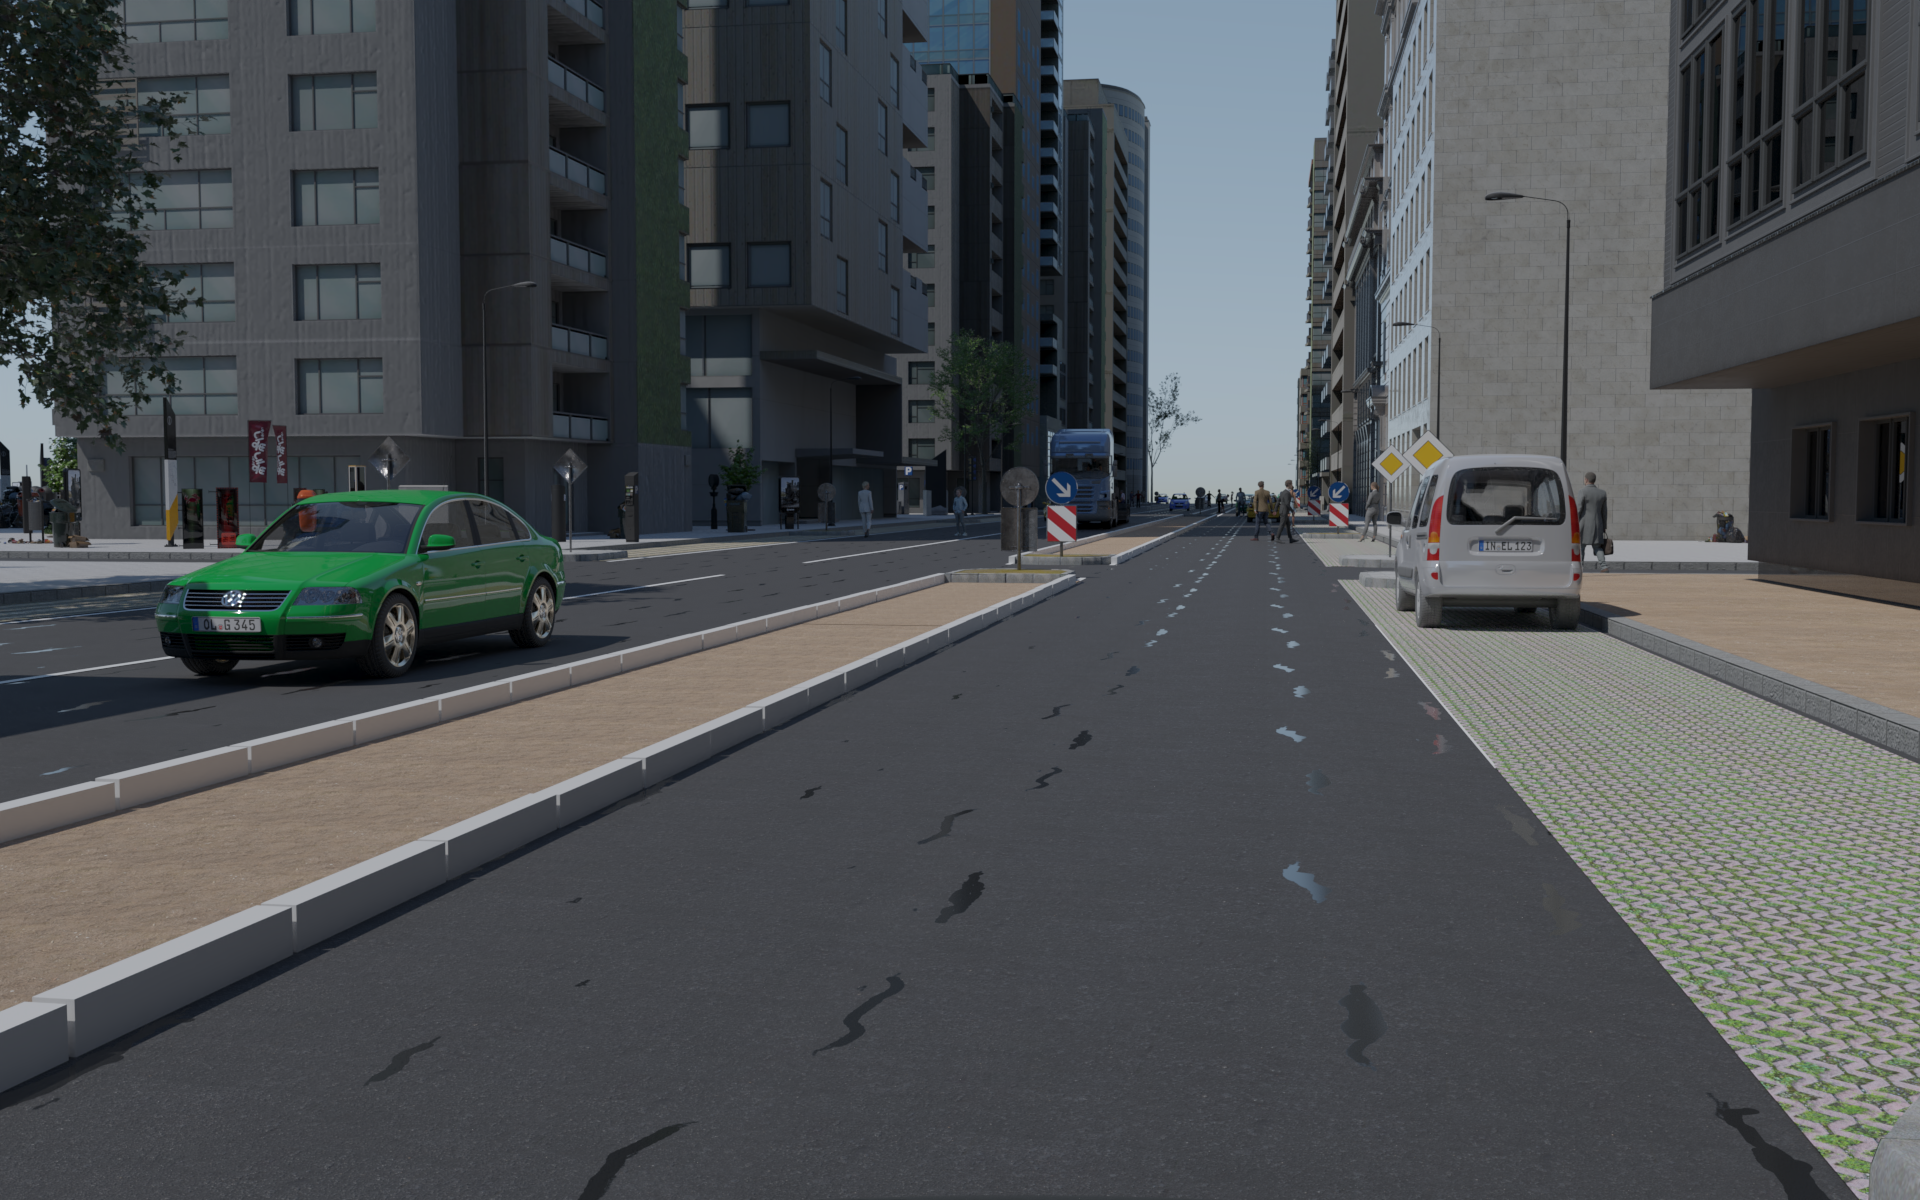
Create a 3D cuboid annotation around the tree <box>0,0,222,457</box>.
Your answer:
[{"bbox_3d":[-14.132,-6.391,21.493,9.611,12.733,9.660,0,3,0],"label":"tree"}]

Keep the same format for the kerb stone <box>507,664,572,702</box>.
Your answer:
[{"bbox_3d":[-3.038,0.602,12.355,0.120,0.150,1.000,1,4,10],"label":"kerb stone"}]

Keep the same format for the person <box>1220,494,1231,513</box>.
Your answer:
[{"bbox_3d":[19.575,-7.104,127.831,0.628,1.438,0.799,3,4,36],"label":"person"}]

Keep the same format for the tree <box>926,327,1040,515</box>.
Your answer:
[{"bbox_3d":[1.412,-11.197,108.822,9.928,11.665,9.643,0,3,0],"label":"tree"}]

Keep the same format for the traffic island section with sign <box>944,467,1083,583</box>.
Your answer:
[{"bbox_3d":[0.887,-1.252,28.604,2.006,1.907,1.989,1,4,10],"label":"traffic island section with sign"}]

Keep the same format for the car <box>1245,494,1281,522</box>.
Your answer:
[{"bbox_3d":[15.653,-4.818,88.990,2.015,1.641,3.980,1,4,12],"label":"car"}]

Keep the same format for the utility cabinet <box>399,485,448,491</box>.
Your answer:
[{"bbox_3d":[-13.574,-2.152,43.861,1.173,1.500,0.318,-1,4,-12],"label":"utility cabinet"}]

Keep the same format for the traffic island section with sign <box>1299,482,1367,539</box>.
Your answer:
[{"bbox_3d":[12.084,-2.892,55.916,1.989,1.847,2.006,1,4,10],"label":"traffic island section with sign"}]

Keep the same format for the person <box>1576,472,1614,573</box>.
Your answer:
[{"bbox_3d":[10.852,-1.299,29.840,0.694,1.812,0.767,-1,4,-16],"label":"person"}]

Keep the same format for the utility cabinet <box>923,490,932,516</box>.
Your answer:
[{"bbox_3d":[-1.889,-5.625,100.642,0.318,1.500,1.173,-1,4,-11],"label":"utility cabinet"}]

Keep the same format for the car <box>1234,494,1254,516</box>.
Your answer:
[{"bbox_3d":[18.928,-6.194,113.069,2.131,1.459,4.920,1,4,10],"label":"car"}]

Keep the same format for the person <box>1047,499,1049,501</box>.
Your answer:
[{"bbox_3d":[6.806,-7.168,126.409,0.721,1.736,1.217,-3,5,-39],"label":"person"}]

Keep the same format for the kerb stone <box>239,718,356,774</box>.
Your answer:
[{"bbox_3d":[-3.577,0.788,9.313,0.120,0.150,1.000,1,4,10],"label":"kerb stone"}]

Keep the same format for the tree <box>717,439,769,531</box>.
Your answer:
[{"bbox_3d":[-7.760,-4.040,60.658,1.663,3.219,1.824,0,3,0],"label":"tree"}]

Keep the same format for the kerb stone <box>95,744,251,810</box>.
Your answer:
[{"bbox_3d":[-3.755,0.850,8.298,0.120,0.150,1.000,1,4,10],"label":"kerb stone"}]

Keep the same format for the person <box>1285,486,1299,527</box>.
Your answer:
[{"bbox_3d":[14.511,-4.110,75.800,0.616,1.811,0.778,3,5,44],"label":"person"}]

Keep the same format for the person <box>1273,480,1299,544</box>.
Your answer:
[{"bbox_3d":[9.496,-2.565,50.212,0.755,1.850,0.659,0,4,-2],"label":"person"}]

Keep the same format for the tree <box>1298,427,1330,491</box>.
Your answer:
[{"bbox_3d":[39.347,-14.773,191.908,4.360,8.622,3.978,0,3,0],"label":"tree"}]

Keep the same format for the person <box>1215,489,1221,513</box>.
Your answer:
[{"bbox_3d":[19.690,-7.541,131.797,0.705,1.823,1.348,0,4,-4],"label":"person"}]

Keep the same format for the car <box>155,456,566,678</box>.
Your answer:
[{"bbox_3d":[-4.999,-0.380,15.006,1.959,1.807,4.718,1,4,10],"label":"car"}]

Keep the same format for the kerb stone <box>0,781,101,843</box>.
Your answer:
[{"bbox_3d":[-3.931,0.920,7.280,0.120,0.150,1.000,1,4,10],"label":"kerb stone"}]

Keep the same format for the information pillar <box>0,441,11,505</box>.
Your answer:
[{"bbox_3d":[-42.339,-5.227,76.813,0.183,3.616,0.504,1,4,20],"label":"information pillar"}]

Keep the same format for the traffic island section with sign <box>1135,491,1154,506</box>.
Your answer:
[{"bbox_3d":[23.041,-12.779,217.558,1.989,1.847,2.006,1,4,10],"label":"traffic island section with sign"}]

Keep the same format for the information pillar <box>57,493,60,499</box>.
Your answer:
[{"bbox_3d":[-49.072,-5.484,94.148,0.304,2.012,0.304,-2,4,-25],"label":"information pillar"}]

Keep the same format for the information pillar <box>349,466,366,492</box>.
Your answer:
[{"bbox_3d":[-15.607,-2.471,44.896,0.304,2.012,0.304,2,4,35],"label":"information pillar"}]

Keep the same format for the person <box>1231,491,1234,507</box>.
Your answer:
[{"bbox_3d":[29.841,-11.090,190.538,0.721,1.743,1.217,0,4,4],"label":"person"}]

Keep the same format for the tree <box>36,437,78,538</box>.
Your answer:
[{"bbox_3d":[-26.398,-3.452,51.044,1.663,3.219,1.824,0,3,0],"label":"tree"}]

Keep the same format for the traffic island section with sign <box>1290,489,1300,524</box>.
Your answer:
[{"bbox_3d":[16.970,-4.588,83.647,1.989,1.847,2.006,1,4,10],"label":"traffic island section with sign"}]

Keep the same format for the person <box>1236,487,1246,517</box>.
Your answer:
[{"bbox_3d":[17.324,-6.024,106.837,0.661,1.843,0.795,1,4,17],"label":"person"}]

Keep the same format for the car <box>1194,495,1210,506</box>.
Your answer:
[{"bbox_3d":[29.480,-12.098,210.168,2.083,1.381,4.827,1,4,11],"label":"car"}]

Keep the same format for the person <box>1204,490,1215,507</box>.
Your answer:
[{"bbox_3d":[26.818,-10.878,186.380,1.348,1.821,0.705,0,4,3],"label":"person"}]

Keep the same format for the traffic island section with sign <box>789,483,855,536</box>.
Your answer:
[{"bbox_3d":[-4.714,-3.147,60.086,1.989,1.847,2.006,1,4,10],"label":"traffic island section with sign"}]

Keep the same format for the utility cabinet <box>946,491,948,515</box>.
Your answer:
[{"bbox_3d":[-1.331,-5.967,106.234,1.173,1.500,0.318,-1,4,-21],"label":"utility cabinet"}]

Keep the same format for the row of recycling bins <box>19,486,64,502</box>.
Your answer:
[{"bbox_3d":[-52.963,-5.701,100.317,1.069,1.692,3.534,0,4,5],"label":"row of recycling bins"}]

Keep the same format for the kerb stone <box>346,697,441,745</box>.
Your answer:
[{"bbox_3d":[-3.397,0.726,10.322,0.120,0.150,1.000,1,4,10],"label":"kerb stone"}]

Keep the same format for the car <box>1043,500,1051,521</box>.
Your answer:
[{"bbox_3d":[5.463,-5.013,92.182,2.015,1.641,3.980,1,4,9],"label":"car"}]

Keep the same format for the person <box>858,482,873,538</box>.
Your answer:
[{"bbox_3d":[-3.088,-2.954,56.675,0.514,1.842,0.818,0,4,2],"label":"person"}]

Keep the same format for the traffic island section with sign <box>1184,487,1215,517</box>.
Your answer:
[{"bbox_3d":[15.220,-6.224,109.901,2.006,1.907,1.989,1,4,10],"label":"traffic island section with sign"}]

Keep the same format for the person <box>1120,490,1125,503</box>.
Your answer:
[{"bbox_3d":[12.087,-7.329,129.275,0.436,1.711,0.756,2,4,29],"label":"person"}]

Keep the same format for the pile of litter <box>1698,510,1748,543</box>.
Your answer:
[{"bbox_3d":[20.386,-1.949,45.838,1.176,0.858,1.719,-1,4,-11],"label":"pile of litter"}]

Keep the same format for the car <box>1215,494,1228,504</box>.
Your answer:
[{"bbox_3d":[39.239,-15.350,259.762,1.959,1.807,4.718,1,4,9],"label":"car"}]

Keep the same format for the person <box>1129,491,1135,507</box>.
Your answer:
[{"bbox_3d":[18.589,-10.854,186.419,0.568,1.767,0.683,3,5,44],"label":"person"}]

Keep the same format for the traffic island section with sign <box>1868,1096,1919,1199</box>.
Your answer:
[{"bbox_3d":[2.713,0.356,2.802,1.989,1.847,2.006,1,4,10],"label":"traffic island section with sign"}]

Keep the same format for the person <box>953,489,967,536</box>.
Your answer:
[{"bbox_3d":[-0.022,-3.013,59.568,0.589,1.601,0.330,3,5,41],"label":"person"}]

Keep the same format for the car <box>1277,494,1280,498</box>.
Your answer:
[{"bbox_3d":[46.308,-14.671,248.674,1.959,1.807,4.718,1,4,10],"label":"car"}]

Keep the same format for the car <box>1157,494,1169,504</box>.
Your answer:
[{"bbox_3d":[29.666,-14.947,253.967,1.945,1.707,3.694,1,4,12],"label":"car"}]

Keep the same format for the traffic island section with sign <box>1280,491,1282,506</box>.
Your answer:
[{"bbox_3d":[25.745,-7.631,133.397,1.989,1.847,2.006,1,4,10],"label":"traffic island section with sign"}]

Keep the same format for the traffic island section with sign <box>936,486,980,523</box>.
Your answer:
[{"bbox_3d":[-0.030,-4.771,86.632,1.989,1.847,2.006,1,4,10],"label":"traffic island section with sign"}]

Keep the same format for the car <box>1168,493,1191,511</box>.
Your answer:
[{"bbox_3d":[18.850,-8.501,148.580,1.945,1.707,3.694,1,4,8],"label":"car"}]

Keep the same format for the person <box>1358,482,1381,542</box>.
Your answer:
[{"bbox_3d":[12.186,-2.616,51.552,0.573,1.790,0.520,3,4,36],"label":"person"}]

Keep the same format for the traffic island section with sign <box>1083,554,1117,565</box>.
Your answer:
[{"bbox_3d":[2.183,-1.698,35.897,2.006,1.907,1.989,1,4,10],"label":"traffic island section with sign"}]

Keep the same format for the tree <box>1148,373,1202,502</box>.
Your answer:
[{"bbox_3d":[31.184,-25.246,268.662,12.611,20.169,13.585,0,3,0],"label":"tree"}]

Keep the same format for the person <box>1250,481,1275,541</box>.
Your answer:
[{"bbox_3d":[9.325,-2.737,53.168,0.836,1.842,0.656,3,5,40],"label":"person"}]

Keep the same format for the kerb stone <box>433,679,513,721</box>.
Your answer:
[{"bbox_3d":[-3.217,0.664,11.337,0.120,0.150,1.000,1,4,10],"label":"kerb stone"}]

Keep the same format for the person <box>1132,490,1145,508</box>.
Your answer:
[{"bbox_3d":[18.153,-10.269,176.358,1.348,1.831,0.705,0,4,5],"label":"person"}]

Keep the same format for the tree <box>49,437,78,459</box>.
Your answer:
[{"bbox_3d":[-36.649,-5.486,73.417,4.285,4.588,4.351,0,3,0],"label":"tree"}]

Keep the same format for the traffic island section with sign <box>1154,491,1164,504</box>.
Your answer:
[{"bbox_3d":[27.798,-14.428,244.529,1.989,1.847,2.006,1,4,10],"label":"traffic island section with sign"}]

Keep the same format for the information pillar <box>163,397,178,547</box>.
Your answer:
[{"bbox_3d":[-19.157,-3.100,42.036,0.183,3.616,0.504,0,3,0],"label":"information pillar"}]
